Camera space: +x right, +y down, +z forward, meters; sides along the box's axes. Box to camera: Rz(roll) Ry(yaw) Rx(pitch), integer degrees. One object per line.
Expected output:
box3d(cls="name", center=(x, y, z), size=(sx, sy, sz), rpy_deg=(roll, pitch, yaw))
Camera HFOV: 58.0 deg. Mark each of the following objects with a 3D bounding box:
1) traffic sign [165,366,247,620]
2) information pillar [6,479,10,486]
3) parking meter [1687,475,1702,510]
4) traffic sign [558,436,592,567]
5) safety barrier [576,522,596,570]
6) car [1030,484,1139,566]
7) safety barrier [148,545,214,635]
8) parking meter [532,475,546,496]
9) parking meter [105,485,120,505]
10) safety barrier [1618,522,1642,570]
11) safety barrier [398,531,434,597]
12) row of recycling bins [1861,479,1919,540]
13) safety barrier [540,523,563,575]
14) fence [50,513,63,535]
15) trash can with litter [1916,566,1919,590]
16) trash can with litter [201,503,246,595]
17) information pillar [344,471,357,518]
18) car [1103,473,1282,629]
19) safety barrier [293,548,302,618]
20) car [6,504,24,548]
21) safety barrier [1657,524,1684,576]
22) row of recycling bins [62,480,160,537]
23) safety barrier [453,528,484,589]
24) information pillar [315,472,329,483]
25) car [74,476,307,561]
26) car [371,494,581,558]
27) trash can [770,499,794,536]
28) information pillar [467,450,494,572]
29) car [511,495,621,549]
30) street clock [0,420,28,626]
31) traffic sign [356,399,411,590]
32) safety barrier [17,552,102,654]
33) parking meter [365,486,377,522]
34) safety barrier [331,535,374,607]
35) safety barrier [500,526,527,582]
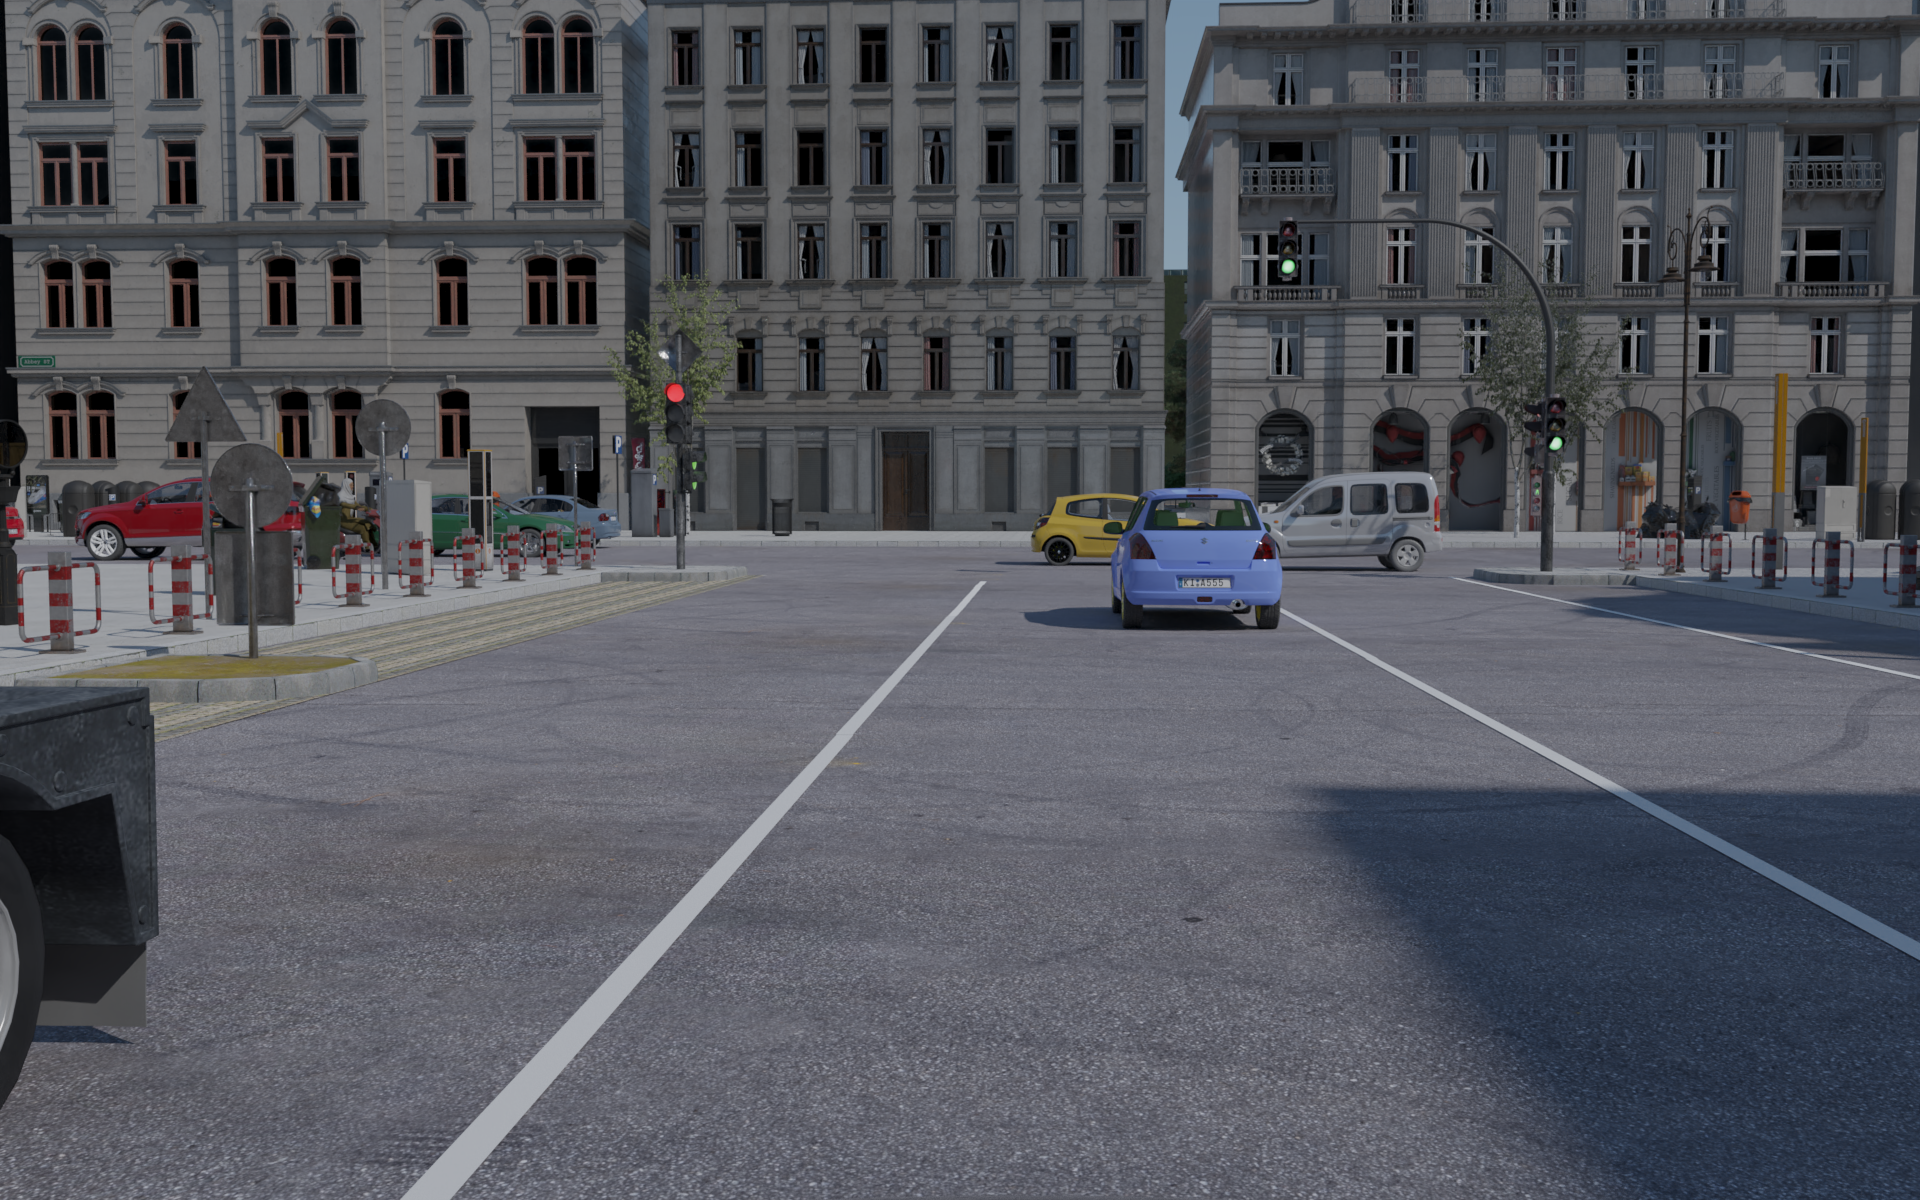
box3d(cls="traffic sign", center=(-7.675, -1.078, 17.626), size=(0.884, 2.594, 0.081), rpy_deg=(0, 4, 7))
box3d(cls="information pillar", center=(-33.589, -3.447, 60.849), size=(0.304, 2.012, 0.304), rpy_deg=(0, 4, 7))
box3d(cls="parking meter", center=(22.912, -2.957, 54.057), size=(0.399, 1.863, 0.255), rpy_deg=(-1, 4, -23))
box3d(cls="traffic sign", center=(-6.784, -1.739, 30.568), size=(0.606, 2.300, 0.079), rpy_deg=(0, 4, 6))
box3d(cls="safety barrier", center=(-6.323, -0.917, 29.269), size=(0.300, 0.817, 1.120), rpy_deg=(0, 4, 3))
box3d(cls="car", center=(3.421, -1.524, 35.149), size=(3.980, 1.641, 2.015), rpy_deg=(0, 4, 5))
box3d(cls="safety barrier", center=(-7.119, -0.096, 15.848), size=(0.300, 0.817, 1.120), rpy_deg=(0, 4, 3))
box3d(cls="parking meter", center=(-13.168, -2.968, 54.244), size=(0.399, 1.863, 0.255), rpy_deg=(-1, 4, -21))
box3d(cls="parking meter", center=(-24.183, -2.509, 49.434), size=(0.372, 1.533, 0.369), rpy_deg=(0, 3, 0))
box3d(cls="safety barrier", center=(11.277, -0.910, 29.147), size=(0.300, 0.817, 1.120), rpy_deg=(0, 4, 3))
box3d(cls="safety barrier", center=(-6.779, -0.448, 21.600), size=(0.300, 0.817, 1.120), rpy_deg=(0, 4, 3))
box3d(cls="row of recycling bins", center=(27.167, -2.523, 48.369), size=(3.534, 1.692, 1.069), rpy_deg=(1, 4, 13))
box3d(cls="safety barrier", center=(-6.442, -0.799, 27.342), size=(0.300, 0.817, 1.120), rpy_deg=(0, 4, 3))
box3d(cls="fence", center=(-27.665, -2.398, 54.584), size=(0.278, 0.683, 2.069), rpy_deg=(3, 4, 38))
box3d(cls="trash can with litter", center=(13.196, -0.717, 23.103), size=(1.055, 1.170, 0.624), rpy_deg=(0, 4, 7))
box3d(cls="trash can with litter", center=(-9.119, -0.656, 22.114), size=(1.055, 1.170, 0.624), rpy_deg=(-1, 4, -21))
box3d(cls="information pillar", center=(-19.700, -3.149, 55.976), size=(0.304, 2.012, 0.304), rpy_deg=(-2, 4, -34))
box3d(cls="car", center=(2.613, -0.619, 19.720), size=(1.945, 1.707, 3.694), rpy_deg=(0, 4, 2))
box3d(cls="safety barrier", center=(-7.007, -0.213, 17.761), size=(0.300, 0.817, 1.120), rpy_deg=(0, 4, 3))
box3d(cls="car", center=(-25.635, -2.070, 42.892), size=(4.494, 1.783, 2.155), rpy_deg=(0, 4, 4))
box3d(cls="safety barrier", center=(11.165, -0.793, 27.233), size=(0.300, 0.817, 1.120), rpy_deg=(0, 4, 3))
box3d(cls="row of recycling bins", center=(-25.916, -2.816, 53.148), size=(1.069, 1.692, 3.534), rpy_deg=(1, 4, 19))
box3d(cls="safety barrier", center=(-6.668, -0.565, 23.514), size=(0.300, 0.817, 1.120), rpy_deg=(0, 4, 3))
box3d(cls="information pillar", center=(-21.394, -3.281, 58.143), size=(0.304, 2.012, 0.304), rpy_deg=(3, 4, 36))
box3d(cls="car", center=(-16.657, -1.792, 37.977), size=(5.304, 1.827, 2.281), rpy_deg=(0, 4, 3))
box3d(cls="car", center=(-11.103, -1.722, 39.946), size=(4.920, 1.459, 2.131), rpy_deg=(0, 4, 3))
box3d(cls="trash can", center=(-5.404, -2.504, 52.595), size=(0.748, 1.137, 0.748), rpy_deg=(0, 3, 0))
box3d(cls="information pillar", center=(-7.964, -1.485, 28.774), size=(0.304, 2.012, 0.304), rpy_deg=(0, 4, 8))
box3d(cls="car", center=(-11.313, -2.081, 46.030), size=(4.499, 1.417, 2.014), rpy_deg=(0, 4, 4))
box3d(cls="street clock", center=(-9.359, -0.756, 16.924), size=(0.358, 2.002, 0.471), rpy_deg=(1, 4, 18))
box3d(cls="traffic sign", center=(-7.734, -1.414, 23.230), size=(0.768, 2.556, 0.104), rpy_deg=(0, 4, 5))
box3d(cls="safety barrier", center=(-7.233, 0.021, 13.935), size=(0.300, 0.817, 1.120), rpy_deg=(0, 4, 3))
box3d(cls="parking meter", center=(-19.730, -3.033, 58.004), size=(0.372, 1.533, 0.369), rpy_deg=(0, 3, 0))
box3d(cls="safety barrier", center=(-6.892, -0.331, 19.683), size=(0.300, 0.817, 1.120), rpy_deg=(0, 4, 3))
box3d(cls="safety barrier", center=(-6.552, -0.682, 25.427), size=(0.300, 0.817, 1.120), rpy_deg=(0, 4, 3))
